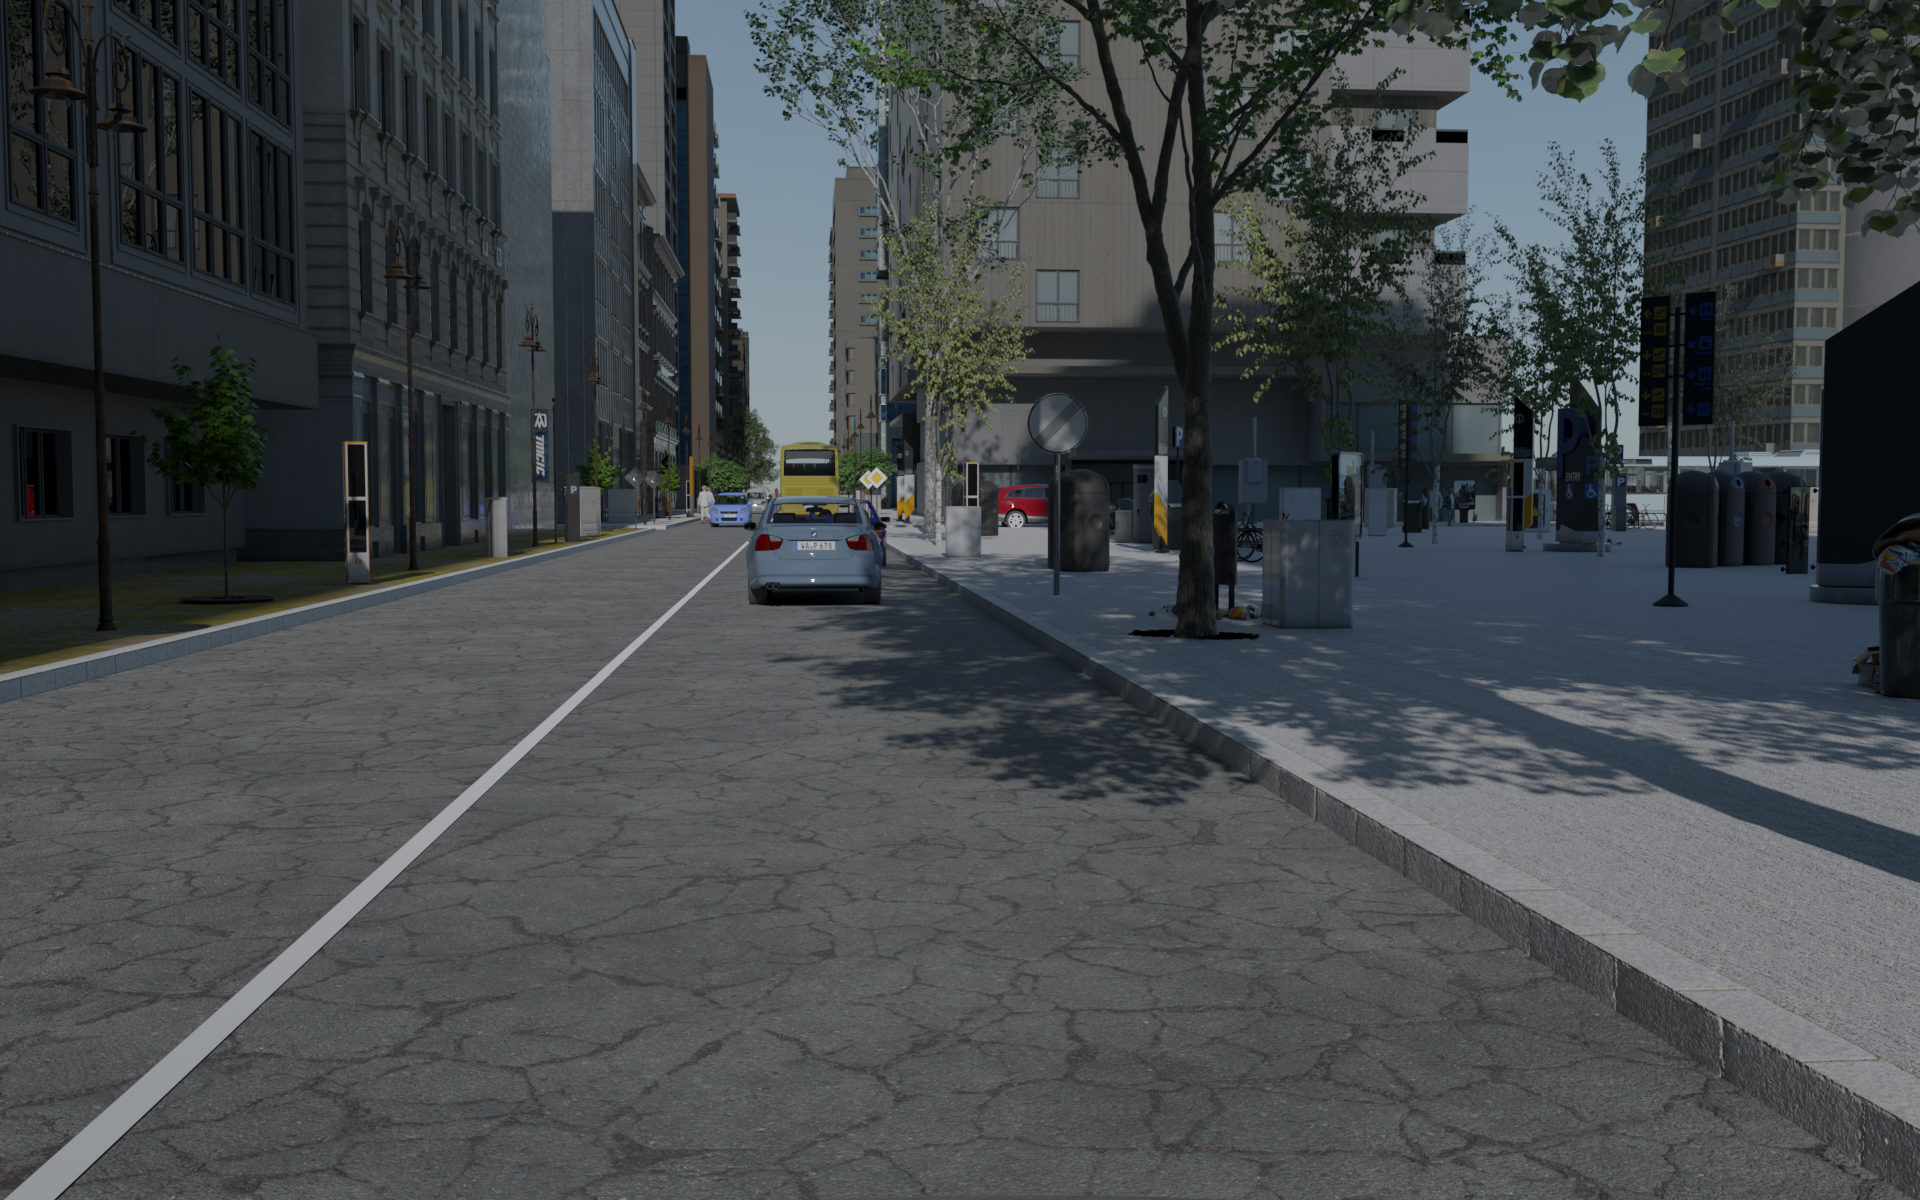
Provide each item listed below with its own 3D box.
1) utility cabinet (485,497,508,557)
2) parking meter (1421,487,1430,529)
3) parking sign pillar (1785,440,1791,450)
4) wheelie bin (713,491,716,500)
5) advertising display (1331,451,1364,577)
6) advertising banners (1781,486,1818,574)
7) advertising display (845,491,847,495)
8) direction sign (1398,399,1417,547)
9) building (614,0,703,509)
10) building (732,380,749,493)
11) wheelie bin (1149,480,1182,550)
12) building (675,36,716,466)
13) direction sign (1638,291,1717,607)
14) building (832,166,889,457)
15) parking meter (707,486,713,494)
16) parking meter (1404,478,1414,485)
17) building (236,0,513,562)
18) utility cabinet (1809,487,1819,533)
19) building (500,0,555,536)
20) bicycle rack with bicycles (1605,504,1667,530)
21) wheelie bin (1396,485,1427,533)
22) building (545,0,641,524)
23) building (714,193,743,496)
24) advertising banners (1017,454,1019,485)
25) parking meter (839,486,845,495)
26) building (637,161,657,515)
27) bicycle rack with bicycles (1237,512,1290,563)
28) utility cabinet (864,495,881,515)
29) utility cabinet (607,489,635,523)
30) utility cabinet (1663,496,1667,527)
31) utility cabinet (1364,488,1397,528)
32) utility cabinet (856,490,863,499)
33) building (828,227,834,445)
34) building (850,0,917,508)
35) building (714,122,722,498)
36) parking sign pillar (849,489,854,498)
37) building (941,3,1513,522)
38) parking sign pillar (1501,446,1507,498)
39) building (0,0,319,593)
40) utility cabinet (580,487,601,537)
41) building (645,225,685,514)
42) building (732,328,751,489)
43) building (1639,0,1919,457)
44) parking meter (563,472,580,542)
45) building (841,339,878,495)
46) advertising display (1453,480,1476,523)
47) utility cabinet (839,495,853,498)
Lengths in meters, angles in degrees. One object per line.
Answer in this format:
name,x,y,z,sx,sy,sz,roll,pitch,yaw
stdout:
utility cabinet,-9.555,-1.498,35.661,0.306,1.237,1.020,-2,4,-24
parking meter,16.877,-3.337,62.967,0.372,1.533,0.369,0,3,0
parking sign pillar,41.718,-6.022,86.934,1.447,3.967,1.447,3,4,38
wheelie bin,-18.452,-7.359,128.229,0.693,1.594,0.980,2,4,25
advertising display,5.924,-1.303,26.511,0.123,1.923,0.974,2,4,35
advertising banners,14.110,-1.948,28.031,2.074,3.025,0.090,-2,4,-23
advertising display,-9.461,-8.089,137.467,0.974,1.923,0.123,-2,4,-27
direction sign,10.793,-3.047,41.814,0.379,3.537,0.876,3,5,42
building,-33.725,-43.808,154.510,20.563,71.187,20.611,0,4,-5
building,-47.826,-26.248,274.198,27.650,21.520,28.899,0,4,-5
wheelie bin,4.761,-1.956,39.882,0.980,1.594,0.693,-2,4,-34
building,-31.867,-32.019,173.625,14.600,45.320,14.200,0,4,-5
direction sign,8.143,-1.697,19.739,0.379,3.537,0.876,-3,5,-40
building,-7.620,-38.446,252.292,21.300,48.544,21.600,0,4,-5
parking meter,-17.261,-6.976,119.773,0.399,1.863,0.255,0,4,-1
parking meter,16.454,-3.535,63.501,0.255,1.863,0.399,3,4,37
building,-16.961,-11.724,40.842,9.793,20.994,18.267,0,4,-5
utility cabinet,27.899,-2.944,56.812,1.173,1.500,0.318,2,4,29
building,-22.301,-12.264,55.268,16.860,20.320,10.420,0,4,-5
bicycle rack with bicycles,24.165,-3.035,63.008,2.925,0.926,2.852,-1,4,-9
wheelie bin,14.966,-3.028,57.419,0.980,1.594,0.693,1,4,15
building,-22.235,-16.141,81.933,12.078,24.808,19.932,0,4,-5
building,-42.168,-36.069,244.348,22.147,44.769,28.867,0,4,-5
advertising banners,2.458,-4.784,74.409,0.090,3.025,2.074,0,4,4
parking meter,-8.549,-7.336,125.647,0.399,1.863,0.255,3,5,43
building,-24.099,-16.692,101.786,11.050,23.489,19.941,0,4,-5
bicycle rack with bicycles,5.859,-1.209,33.154,2.925,0.926,2.852,1,4,15
utility cabinet,-5.380,-5.816,106.256,1.020,1.237,0.306,-2,4,-26
utility cabinet,-15.014,-4.163,76.743,1.173,1.500,0.318,-1,4,-18
utility cabinet,28.100,-3.464,67.795,1.020,1.237,0.306,1,4,18
utility cabinet,15.967,-3.491,65.749,1.173,1.500,0.318,2,4,35
utility cabinet,-6.019,-5.840,104.162,0.318,1.500,1.173,0,4,3
building,-9.908,-38.096,277.490,22.147,44.769,28.867,0,4,-5
building,0.323,-52.815,176.190,22.319,86.520,31.000,0,4,-5
building,-38.582,-35.232,195.657,23.786,49.044,30.456,0,4,-5
parking sign pillar,-8.817,-9.358,141.469,1.447,3.967,1.447,0,4,-5
building,10.895,-30.590,89.384,27.495,52.752,28.713,0,4,-5
parking sign pillar,31.436,-6.898,101.261,1.447,3.967,1.447,2,4,26
building,-17.552,-13.779,18.792,14.314,27.812,24.014,0,4,-5
utility cabinet,-11.216,-2.653,52.058,0.318,1.500,1.173,1,4,18
building,-25.926,-17.497,122.240,11.583,22.565,21.152,0,4,-5
building,-43.170,-32.061,295.905,14.160,30.474,14.107,0,4,-5
building,54.305,-24.778,96.994,23.993,40.220,32.217,0,4,-5
parking meter,-10.358,-2.476,46.188,0.399,1.863,0.255,-2,4,-34
building,-0.129,-22.209,208.152,27.650,21.520,28.899,0,4,-5
advertising display,22.301,-4.367,76.615,0.974,1.923,0.123,1,4,12
utility cabinet,-8.096,-6.823,122.720,1.020,1.237,0.306,1,4,14
